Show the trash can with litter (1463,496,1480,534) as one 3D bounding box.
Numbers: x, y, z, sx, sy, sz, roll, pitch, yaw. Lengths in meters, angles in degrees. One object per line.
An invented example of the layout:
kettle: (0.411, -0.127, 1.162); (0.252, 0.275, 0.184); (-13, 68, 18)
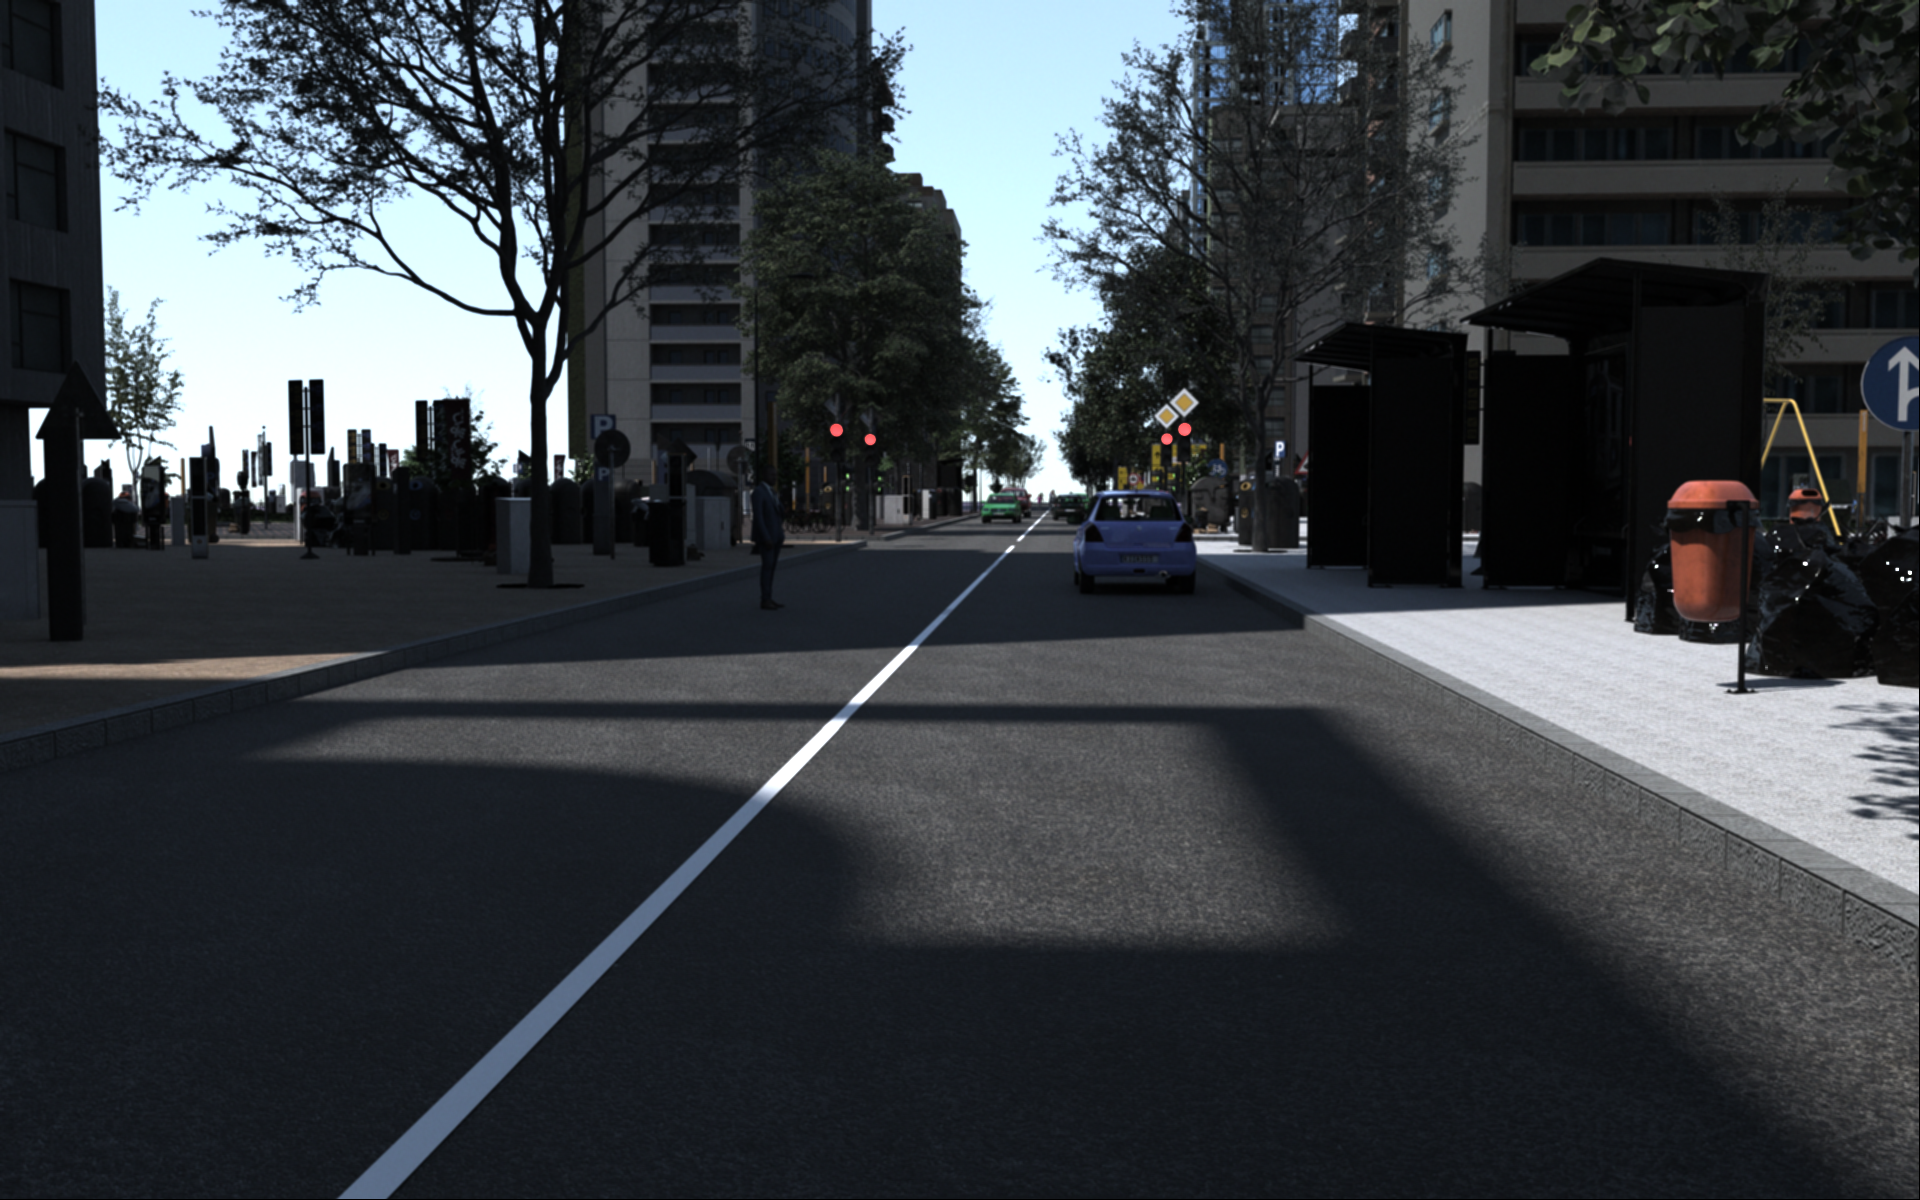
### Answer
trash can with litter: (16.405, -2.746, 55.954); (1.678, 1.210, 2.233); (-2, 4, -30)

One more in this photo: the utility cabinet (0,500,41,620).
utility cabinet: (-9.946, -0.394, 17.603); (1.020, 1.237, 0.306); (-2, 4, -31)

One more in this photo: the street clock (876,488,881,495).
street clock: (-4.952, -6.171, 105.462); (0.358, 2.002, 0.471); (1, 4, 20)

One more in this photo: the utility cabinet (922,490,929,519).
utility cabinet: (-1.561, -4.908, 88.929); (0.318, 1.500, 1.173); (-1, 4, -23)

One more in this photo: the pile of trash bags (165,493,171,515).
pile of trash bags: (-47.051, -5.666, 102.387); (1.912, 1.369, 3.447); (-2, 4, -29)

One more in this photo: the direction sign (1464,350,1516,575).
direction sign: (8.305, -2.166, 27.405); (0.876, 3.537, 0.379); (1, 4, 10)

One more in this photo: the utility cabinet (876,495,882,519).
utility cabinet: (-4.206, -4.853, 90.511); (0.306, 1.237, 1.020); (0, 4, 8)

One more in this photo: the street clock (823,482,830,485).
street clock: (-7.973, -6.022, 103.030); (0.471, 2.002, 0.358); (-3, 4, -36)

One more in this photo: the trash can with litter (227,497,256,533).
trash can with litter: (-24.115, -2.855, 58.069); (0.624, 1.170, 1.055); (0, 4, 1)

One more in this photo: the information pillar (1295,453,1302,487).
information pillar: (19.311, -6.579, 98.919); (0.504, 3.616, 0.183); (-3, 5, -41)

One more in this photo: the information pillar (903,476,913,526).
information pillar: (-2.134, -4.048, 70.683); (0.304, 2.012, 0.304); (2, 4, 27)

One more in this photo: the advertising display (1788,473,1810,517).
advertising display: (26.104, -2.978, 53.899); (0.974, 1.923, 0.123); (-2, 4, -35)

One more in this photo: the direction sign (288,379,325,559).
direction sign: (-12.925, -2.589, 34.322); (0.876, 3.537, 0.379); (1, 4, 23)

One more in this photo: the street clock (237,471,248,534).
street clock: (-22.765, -3.085, 55.007); (0.358, 2.002, 0.471); (-3, 4, -37)

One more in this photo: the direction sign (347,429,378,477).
direction sign: (-20.940, -4.187, 60.454); (0.876, 3.537, 0.379); (1, 4, 10)

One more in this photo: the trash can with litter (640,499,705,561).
trash can with litter: (-5.498, -1.347, 33.411); (1.055, 1.170, 0.624); (-3, 5, -41)

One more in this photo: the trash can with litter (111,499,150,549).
trash can with litter: (-19.620, -1.817, 41.095); (1.055, 1.170, 0.624); (2, 4, 31)

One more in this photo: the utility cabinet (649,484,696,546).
utility cabinet: (-6.397, -1.829, 38.583); (1.173, 1.500, 0.318); (3, 4, 37)

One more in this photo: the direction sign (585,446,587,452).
direction sign: (-17.646, -5.495, 81.833); (0.379, 3.537, 0.876); (0, 4, -6)

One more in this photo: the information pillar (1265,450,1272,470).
information pillar: (16.402, -6.173, 92.282); (0.504, 3.616, 0.183); (-2, 4, -24)

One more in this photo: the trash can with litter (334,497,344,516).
trash can with litter: (-23.747, -3.364, 66.393); (0.624, 1.170, 1.055); (0, 4, 6)

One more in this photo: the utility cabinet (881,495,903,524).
utility cabinet: (-2.761, -3.884, 74.661); (1.020, 1.237, 0.306); (2, 4, 24)

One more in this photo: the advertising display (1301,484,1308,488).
advertising display: (22.867, -6.689, 114.572); (0.974, 1.923, 0.123); (-1, 4, -23)

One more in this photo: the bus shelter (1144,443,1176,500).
bus shelter: (12.267, -7.689, 103.345); (2.179, 5.291, 8.768); (0, 4, 3)

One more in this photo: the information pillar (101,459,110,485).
information pillar: (-56.844, -7.575, 115.202); (0.504, 3.616, 0.183); (-3, 5, -43)

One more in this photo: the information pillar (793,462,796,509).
information pillar: (-9.954, -6.900, 104.172); (0.183, 3.616, 0.504); (1, 4, 10)

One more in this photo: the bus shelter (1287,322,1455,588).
bus shelter: (6.302, -2.168, 26.732); (1.731, 3.624, 6.357); (0, 4, 3)

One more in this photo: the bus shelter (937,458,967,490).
bus shelter: (-0.551, -7.605, 115.617); (1.731, 3.624, 6.357); (0, 4, 4)

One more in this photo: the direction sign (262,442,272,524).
direction sign: (-30.033, -5.076, 74.989); (0.379, 3.537, 0.876); (1, 4, 11)

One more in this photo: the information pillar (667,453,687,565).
information pillar: (-5.125, -1.644, 31.378); (0.304, 2.012, 0.304); (0, 4, -1)

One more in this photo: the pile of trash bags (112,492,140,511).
pile of trash bags: (-61.305, -7.245, 128.212); (3.447, 1.369, 1.912); (-3, 5, -43)

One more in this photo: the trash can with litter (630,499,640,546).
trash can with litter: (-7.508, -1.882, 42.153); (1.055, 1.170, 0.624); (2, 4, 31)

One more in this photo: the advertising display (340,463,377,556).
advertising display: (-12.549, -1.897, 36.232); (0.974, 1.923, 0.123); (2, 4, 35)

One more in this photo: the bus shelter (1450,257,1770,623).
bus shelter: (7.387, -1.773, 20.271); (1.731, 3.624, 6.357); (0, 4, 3)

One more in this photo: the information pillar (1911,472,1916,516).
information pillar: (31.324, -3.220, 57.135); (0.304, 2.012, 0.304); (2, 4, 25)

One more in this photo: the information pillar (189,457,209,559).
information pillar: (-15.155, -1.835, 34.487); (0.304, 2.012, 0.304); (-1, 4, -21)

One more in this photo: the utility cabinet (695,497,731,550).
utility cabinet: (-5.690, -1.755, 39.851); (0.306, 1.237, 1.020); (2, 4, 29)

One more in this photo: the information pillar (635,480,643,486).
information pillar: (-16.692, -5.235, 90.092); (0.304, 2.012, 0.304); (-3, 5, -41)

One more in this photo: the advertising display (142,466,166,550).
advertising display: (-18.485, -2.111, 39.723); (0.974, 1.923, 0.123); (3, 5, 43)

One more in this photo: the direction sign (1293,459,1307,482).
direction sign: (21.972, -7.343, 112.050); (0.876, 3.537, 0.379); (1, 4, 13)

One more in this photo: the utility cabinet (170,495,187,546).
utility cabinet: (-19.543, -1.964, 43.270); (0.306, 1.237, 1.020); (-2, 4, -27)

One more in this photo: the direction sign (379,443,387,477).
direction sign: (-25.894, -5.197, 76.974); (0.876, 3.537, 0.379); (-3, 4, -36)

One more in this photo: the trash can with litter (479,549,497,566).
trash can with litter: (-8.079, -1.196, 30.948); (1.055, 1.170, 0.624); (0, 4, 7)

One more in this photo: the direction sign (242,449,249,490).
direction sign: (-36.203, -5.862, 87.833); (0.379, 3.537, 0.876); (-3, 5, -40)

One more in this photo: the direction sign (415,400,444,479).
direction sign: (-12.737, -3.043, 41.755); (0.876, 3.537, 0.379); (1, 4, 22)

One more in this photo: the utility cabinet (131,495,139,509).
utility cabinet: (-59.598, -6.951, 124.812); (0.306, 1.237, 1.020); (0, 4, 4)

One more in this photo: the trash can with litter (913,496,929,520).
trash can with litter: (-2.327, -4.532, 85.153); (1.678, 1.210, 2.233); (-1, 4, -17)

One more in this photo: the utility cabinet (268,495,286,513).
utility cabinet: (-43.712, -6.098, 110.869); (1.020, 1.237, 0.306); (-1, 4, -12)

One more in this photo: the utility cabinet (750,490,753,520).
utility cabinet: (-9.632, -4.604, 83.951); (0.318, 1.500, 1.173); (3, 5, 40)

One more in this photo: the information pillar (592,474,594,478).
information pillar: (-13.170, -3.580, 63.020); (0.304, 2.012, 0.304); (1, 4, 21)

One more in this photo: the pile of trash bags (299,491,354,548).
pile of trash bags: (-15.374, -2.017, 42.737); (3.447, 1.369, 1.912); (3, 5, 43)

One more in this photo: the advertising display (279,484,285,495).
advertising display: (-44.246, -6.595, 113.041); (0.123, 1.923, 0.974); (-3, 4, -37)

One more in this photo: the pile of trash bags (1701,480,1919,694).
pile of trash bags: (6.237, -0.132, 11.916); (3.447, 1.369, 1.912); (-2, 4, -24)

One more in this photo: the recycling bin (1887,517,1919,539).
recycling bin: (10.833, -0.408, 19.221); (0.722, 1.027, 0.722); (-1, 4, -16)

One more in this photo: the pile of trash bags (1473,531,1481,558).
pile of trash bags: (12.160, -1.558, 35.230); (3.447, 1.369, 1.912); (-3, 4, -36)

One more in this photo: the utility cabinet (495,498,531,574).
utility cabinet: (-7.124, -1.043, 28.217); (0.306, 1.237, 1.020); (1, 4, 23)
